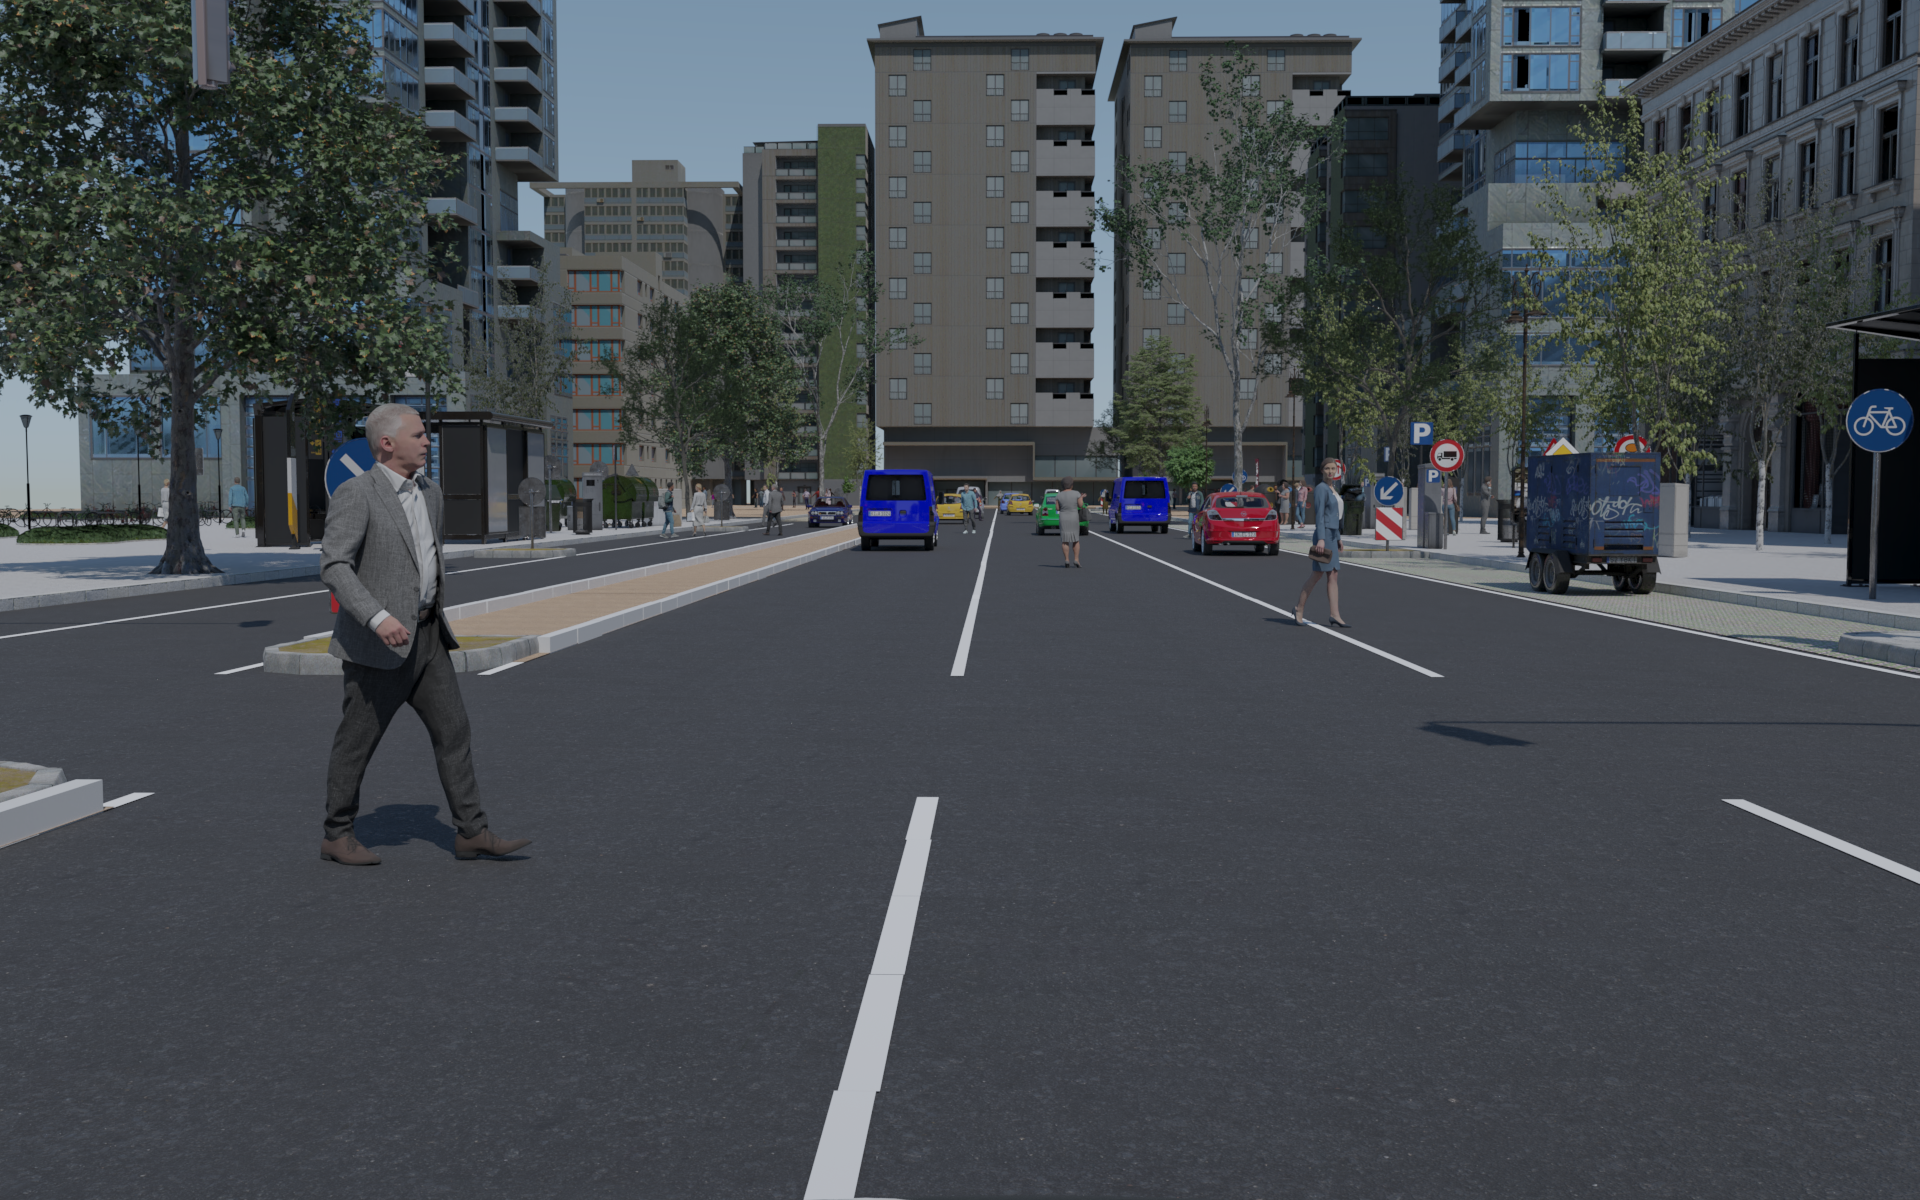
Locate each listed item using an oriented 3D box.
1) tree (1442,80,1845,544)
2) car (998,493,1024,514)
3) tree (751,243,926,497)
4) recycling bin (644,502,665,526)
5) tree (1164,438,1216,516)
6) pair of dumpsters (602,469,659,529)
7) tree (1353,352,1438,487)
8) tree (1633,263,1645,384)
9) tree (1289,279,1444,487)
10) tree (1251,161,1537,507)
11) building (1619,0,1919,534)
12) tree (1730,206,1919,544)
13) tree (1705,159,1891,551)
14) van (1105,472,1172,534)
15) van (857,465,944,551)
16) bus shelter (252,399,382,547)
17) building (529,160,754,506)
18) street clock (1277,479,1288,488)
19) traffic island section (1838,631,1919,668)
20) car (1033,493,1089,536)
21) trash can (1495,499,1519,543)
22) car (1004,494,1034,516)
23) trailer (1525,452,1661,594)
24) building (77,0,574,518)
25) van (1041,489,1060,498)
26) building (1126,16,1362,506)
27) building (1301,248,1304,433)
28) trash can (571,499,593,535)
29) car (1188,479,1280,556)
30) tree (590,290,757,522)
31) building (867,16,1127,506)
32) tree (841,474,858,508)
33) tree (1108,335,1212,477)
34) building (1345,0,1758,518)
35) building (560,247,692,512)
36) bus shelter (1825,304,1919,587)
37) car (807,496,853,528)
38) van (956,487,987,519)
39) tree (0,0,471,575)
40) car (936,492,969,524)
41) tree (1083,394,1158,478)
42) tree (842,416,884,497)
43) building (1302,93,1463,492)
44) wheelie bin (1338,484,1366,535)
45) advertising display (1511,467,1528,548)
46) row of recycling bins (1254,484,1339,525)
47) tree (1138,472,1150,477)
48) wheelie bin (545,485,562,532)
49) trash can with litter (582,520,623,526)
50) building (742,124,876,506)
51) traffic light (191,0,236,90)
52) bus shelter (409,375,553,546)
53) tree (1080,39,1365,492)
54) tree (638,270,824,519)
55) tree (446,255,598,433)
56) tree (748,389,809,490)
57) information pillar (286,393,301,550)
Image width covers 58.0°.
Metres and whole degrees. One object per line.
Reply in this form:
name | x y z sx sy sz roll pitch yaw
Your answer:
tree | 11.943 -4.899 30.455 4.737 8.622 4.395 0 3 0
car | 3.745 -7.054 124.922 1.945 1.707 3.694 0 4 1
tree | -9.386 -16.796 130.505 12.611 20.169 13.585 0 3 0
recycling bin | -12.407 -3.521 70.121 0.722 1.027 0.722 3 5 41
tree | 13.519 -7.210 101.604 4.285 4.588 4.351 0 3 0
pair of dumpsters | -12.707 -3.904 66.332 1.574 2.255 4.437 0 4 2
tree | 21.861 -8.302 86.096 4.360 8.622 3.978 0 3 0
tree | 21.470 -6.125 50.509 4.360 8.622 3.978 0 3 0
tree | 13.160 -6.602 58.300 4.737 8.622 4.395 0 3 0
tree | 12.232 -7.045 49.594 8.767 10.594 7.601 2 4 25
building | 32.025 -13.339 68.996 10.553 20.767 40.483 0 4 1
tree | 22.330 -5.735 44.132 4.737 8.622 4.395 0 3 0
tree | 18.384 -5.424 39.048 4.360 8.622 3.978 0 3 0
van | 6.626 -3.670 64.392 2.240 2.365 5.245 0 4 1
van | -1.564 -2.518 45.550 2.240 2.365 5.245 0 4 1
bus shelter | -16.148 -3.271 44.769 1.731 3.624 6.357 0 4 1
building | -35.658 -31.324 204.027 23.993 40.220 32.217 0 4 1
street clock | 15.766 -4.901 84.703 0.471 2.002 0.358 -1 4 -17
traffic island section | 8.875 0.464 14.688 2.009 0.180 2.903 0 4 1
car | 3.595 -3.210 61.282 1.959 1.807 4.718 0 4 1
trash can | 14.563 -2.095 45.899 0.748 1.137 0.748 0 3 0
car | 4.017 -6.511 116.680 2.015 1.641 3.980 0 4 0
trailer | 9.103 -1.137 25.640 1.471 1.999 3.904 0 4 0
building | -36.777 -48.428 104.463 22.319 86.520 31.000 0 4 1
van | 8.339 -9.175 157.020 2.013 2.044 4.112 0 4 2
building | 31.614 -37.395 200.650 27.495 52.752 28.713 0 4 1
building | 35.295 -22.713 143.057 14.160 30.474 14.107 0 4 1
trash can | -11.889 -2.623 54.540 0.748 1.137 0.748 0 3 0
car | 6.622 -2.006 41.844 2.155 1.783 4.494 0 4 3
tree | -12.782 -8.876 79.543 7.601 10.594 8.767 1 4 15
building | 4.104 -37.375 200.325 27.495 52.752 28.713 0 4 1
tree | -10.450 -10.100 159.741 1.663 3.219 1.824 0 3 0
tree | 14.118 -12.592 123.999 7.486 12.596 7.792 0 3 0
building | 38.093 -48.439 104.649 22.319 86.520 31.000 0 4 1
building | -38.604 -18.031 139.847 28.899 21.520 27.650 0 4 1
bus shelter | 12.689 -1.809 20.858 1.731 3.624 6.357 0 4 2
car | -5.598 -3.815 74.963 1.945 1.354 3.894 0 4 0
van | 0.541 -5.753 101.076 2.013 2.044 4.112 0 4 2
tree | -12.427 -6.767 27.642 9.611 12.733 9.660 0 3 0
car | -0.446 -4.496 83.734 2.015 1.641 3.980 0 4 2
tree | 15.132 -13.969 162.811 7.601 10.594 8.767 -1 4 -9
tree | -9.322 -13.049 163.712 4.737 8.622 4.395 0 3 0
building | 34.159 -21.851 128.969 14.160 30.474 14.107 0 4 1
wheelie bin | 12.175 -2.806 53.783 0.980 1.594 0.693 -1 4 -18
advertising display | 13.585 -2.200 41.191 0.974 1.923 0.123 -1 4 -9
row of recycling bins | 14.061 -3.995 72.425 3.534 1.692 1.069 0 3 0
tree | 14.606 -8.689 136.660 1.663 3.219 1.824 0 3 0
wheelie bin | -14.141 -3.151 59.428 0.693 1.594 0.980 3 5 39
trash can with litter | -14.542 -3.642 70.600 2.233 1.210 1.678 2 4 31
building | -16.834 -31.253 194.584 14.086 41.232 14.154 0 4 1
traffic light | -8.728 -2.467 15.003 4.771 5.953 1.251 0 4 1
bus shelter | -12.830 -4.138 45.281 2.179 5.291 8.768 0 4 1
tree | 11.216 -13.420 75.310 12.611 20.169 13.585 0 3 0
tree | -11.974 -10.530 89.172 9.611 12.733 9.660 0 3 0
tree | -13.243 -6.258 52.685 4.360 8.622 3.978 0 3 0
tree | -11.172 -9.323 102.787 4.737 8.622 4.395 0 3 0
information pillar | -15.405 -2.971 39.938 0.183 3.616 0.504 0 4 -8
